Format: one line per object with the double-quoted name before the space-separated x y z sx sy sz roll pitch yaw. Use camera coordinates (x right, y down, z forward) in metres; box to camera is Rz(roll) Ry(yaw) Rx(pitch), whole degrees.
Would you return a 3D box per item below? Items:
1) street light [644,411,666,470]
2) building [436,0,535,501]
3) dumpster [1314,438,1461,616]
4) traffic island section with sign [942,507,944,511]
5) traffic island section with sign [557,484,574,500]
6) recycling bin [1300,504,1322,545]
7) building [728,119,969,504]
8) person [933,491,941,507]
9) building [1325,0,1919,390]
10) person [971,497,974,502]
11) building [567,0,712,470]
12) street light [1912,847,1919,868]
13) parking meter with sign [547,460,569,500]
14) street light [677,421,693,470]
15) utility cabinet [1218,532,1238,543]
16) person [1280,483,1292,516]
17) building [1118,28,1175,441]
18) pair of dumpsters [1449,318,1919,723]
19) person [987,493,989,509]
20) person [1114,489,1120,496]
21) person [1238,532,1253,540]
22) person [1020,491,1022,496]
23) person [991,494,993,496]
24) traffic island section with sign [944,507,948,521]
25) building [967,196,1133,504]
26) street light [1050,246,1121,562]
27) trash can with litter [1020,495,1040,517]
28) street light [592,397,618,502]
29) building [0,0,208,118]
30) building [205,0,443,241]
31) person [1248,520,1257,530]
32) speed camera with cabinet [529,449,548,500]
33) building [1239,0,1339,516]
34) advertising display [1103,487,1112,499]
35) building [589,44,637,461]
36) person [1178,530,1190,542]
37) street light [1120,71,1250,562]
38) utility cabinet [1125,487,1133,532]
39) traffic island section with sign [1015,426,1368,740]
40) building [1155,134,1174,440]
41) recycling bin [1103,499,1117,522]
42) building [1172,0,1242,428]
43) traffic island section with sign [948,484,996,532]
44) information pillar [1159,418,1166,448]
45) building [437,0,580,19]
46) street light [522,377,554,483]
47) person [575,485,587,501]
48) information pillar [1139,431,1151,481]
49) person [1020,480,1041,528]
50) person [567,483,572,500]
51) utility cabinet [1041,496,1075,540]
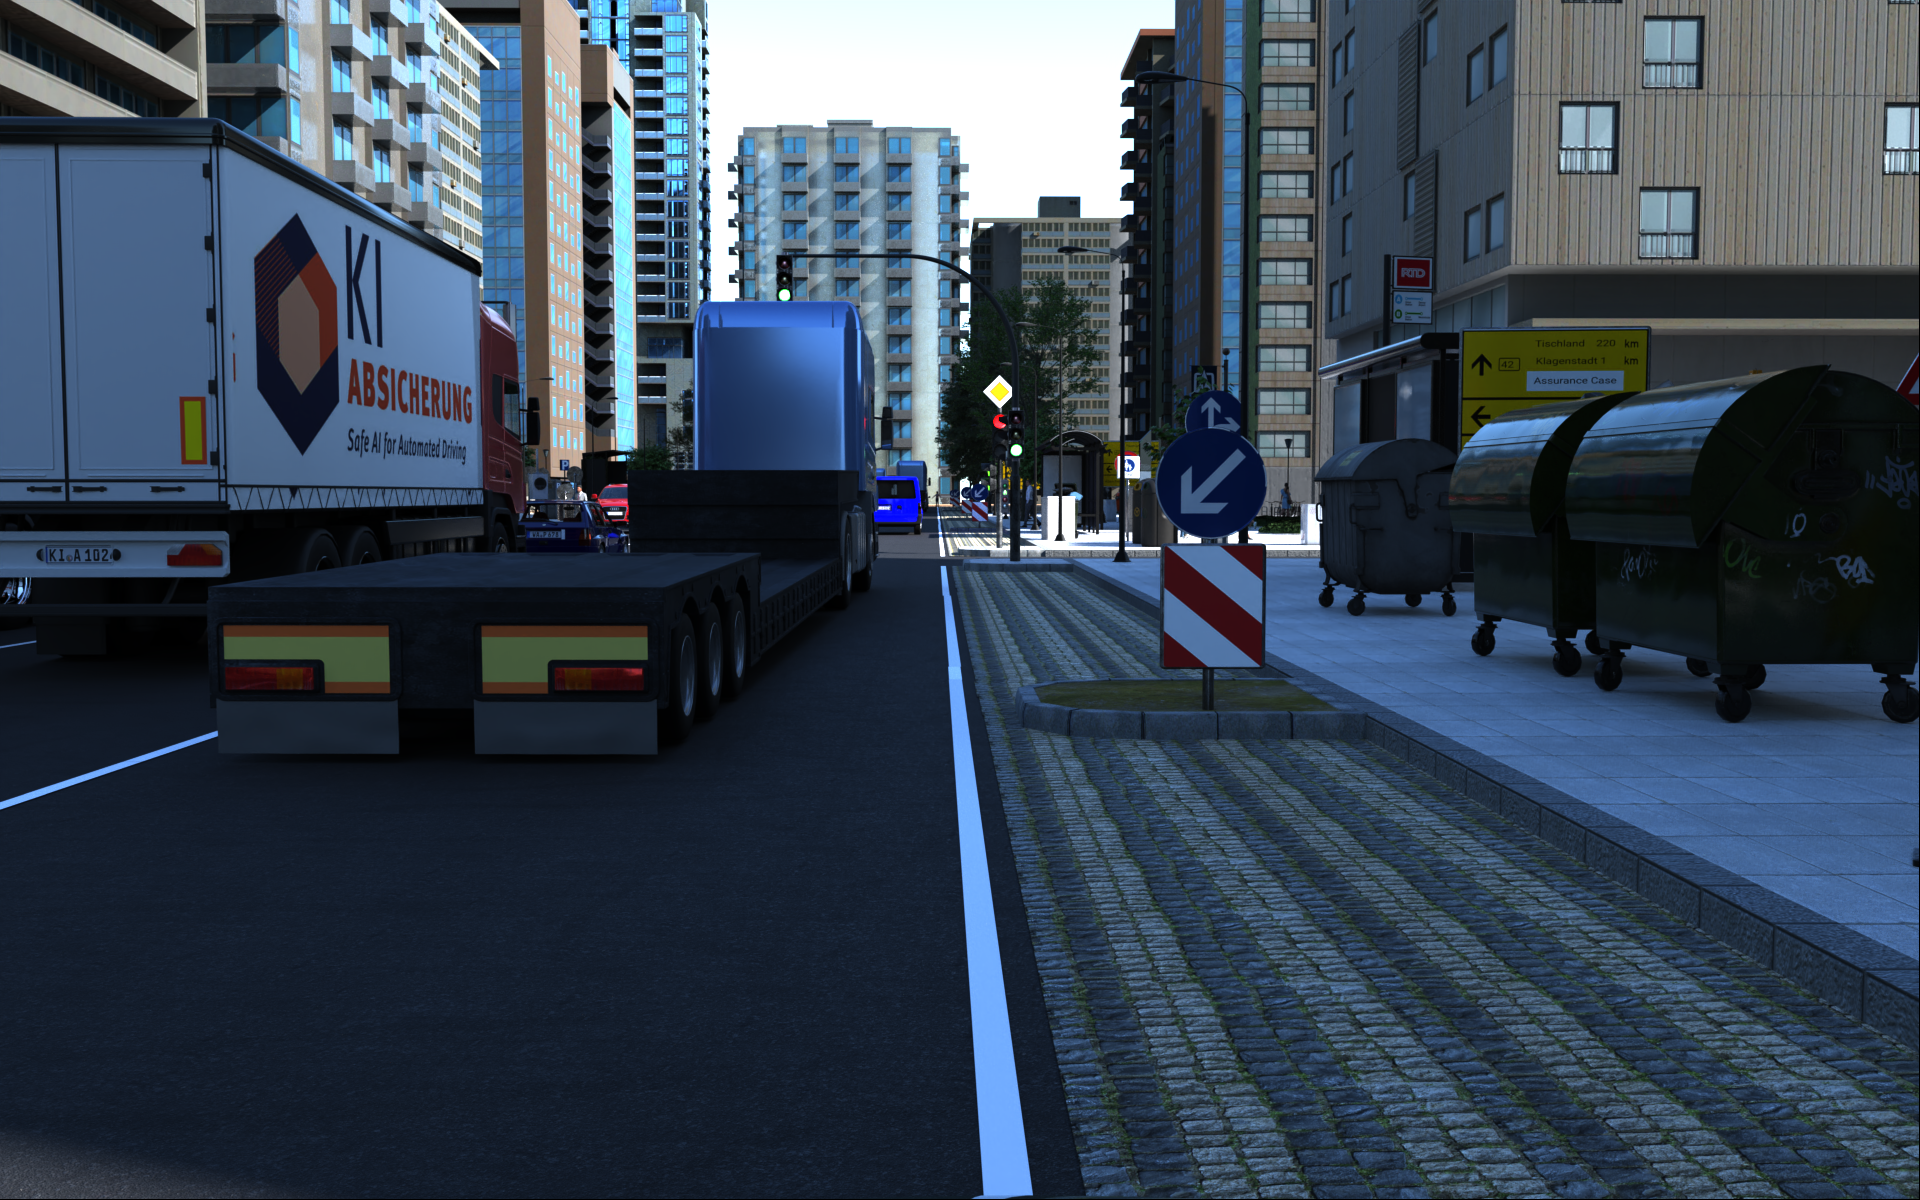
"street light" -17.070 -7.595 96.725 1.470 5.913 1.316 0 4 -1
"building" -48.887 -26.627 127.234 32.217 40.220 23.993 0 4 -1
"dumpster" 4.670 -0.802 18.875 1.264 1.857 1.865 0 4 -1
"traffic island section with sign" -0.428 -8.232 143.221 1.989 1.847 2.006 0 4 -1
"traffic island section with sign" -14.997 -3.485 65.607 1.989 1.847 2.006 0 4 -1
"recycling bin" 8.984 -1.896 43.557 0.722 1.027 0.722 0 4 1
"building" -14.117 -36.982 224.257 30.456 49.044 23.786 0 4 -1
"person" -2.538 -10.991 188.906 1.217 1.736 0.721 2 4 32
"building" 30.493 -29.295 68.218 27.495 52.752 28.713 0 4 -1
"person" 1.241 -9.418 159.898 0.599 1.838 0.709 3 5 44
"building" -45.139 -55.648 222.518 31.000 86.520 22.319 0 4 -1
"street light" 2.926 -2.036 5.828 1.470 5.913 1.316 0 4 -1
"parking meter with sign" -20.688 -5.635 88.385 1.738 3.016 0.543 3 4 39
"street light" -17.398 -8.414 110.108 1.470 5.913 1.316 0 4 -1
"utility cabinet" 6.465 -2.032 41.899 0.318 1.500 1.173 1 4 20
"person" 15.239 -4.577 80.967 0.778 1.811 0.616 -2 4 -35
"building" 26.654 -31.112 163.312 22.147 44.769 28.867 0 4 -1
"pair of dumpsters" 4.718 -0.561 11.671 1.574 2.255 4.437 0 4 -1
"person" 2.616 -9.016 153.543 0.705 1.814 1.350 0 4 -5
"person" 17.035 -10.953 185.257 1.348 1.807 0.705 2 4 25
"person" 7.936 -2.573 48.394 0.573 1.790 0.520 0 4 5
"person" 4.932 -8.509 144.788 1.348 1.869 0.705 -2 4 -35
"person" 3.434 -9.768 165.771 1.348 1.821 0.705 -2 4 -28
"traffic island section with sign" 0.260 -5.170 93.150 1.989 1.847 2.006 0 4 -1
"building" 13.053 -32.832 228.680 23.993 40.220 32.217 0 4 -1
"street light" 2.522 -3.673 32.598 1.470 5.913 1.316 0 4 -1
"trash can with litter" 3.664 -5.379 98.997 1.678 1.210 2.233 -2 4 -27
"street light" -17.034 -6.754 82.963 1.470 5.913 1.316 0 4 -1
"building" -42.870 -26.897 63.466 21.300 48.544 21.600 0 4 -1
"building" -42.640 -29.224 97.421 23.786 49.044 30.456 0 4 -1
"person" 10.515 -3.396 62.314 0.466 1.731 0.760 -2 4 -23
"speed camera with cabinet" -18.891 -4.925 74.858 2.038 3.252 0.660 -2 4 -29
"building" 24.473 -25.956 107.970 14.154 41.232 14.086 0 4 -1
"advertising display" 7.268 -4.966 86.410 0.123 1.923 0.974 -2 4 -25
"building" -40.252 -31.829 170.513 14.200 45.320 14.600 0 4 -1
"person" 5.984 -2.450 46.772 0.598 1.740 0.731 -3 5 -42
"street light" 2.624 -2.854 19.211 1.470 5.913 1.316 0 4 -1
"utility cabinet" 5.863 -2.980 57.398 0.318 1.500 1.173 -3 4 -39
"traffic island section with sign" 1.365 -0.144 10.981 1.989 1.847 2.006 0 4 -1
"building" 22.875 -22.663 142.248 14.160 30.474 14.107 0 4 -1
"recycling bin" 6.817 -4.174 80.806 0.722 1.027 0.722 3 5 45
"building" 23.596 -29.209 127.676 14.600 45.320 14.200 0 4 -1
"traffic island section with sign" 0.625 -3.508 65.976 1.989 1.847 2.006 0 4 -1
"information pillar" 6.265 -3.791 53.329 0.183 3.616 0.504 3 5 39
"building" -40.356 -30.389 146.963 14.600 45.320 14.200 0 4 -1
"street light" -16.803 -5.891 68.861 1.470 5.913 1.316 0 4 -1
"person" -15.166 -3.701 69.282 0.678 1.792 0.850 2 4 23
"information pillar" 6.769 -4.398 63.262 0.504 3.616 0.183 -2 4 -25
"person" 2.695 -3.670 66.142 0.850 1.850 0.679 1 4 14
"person" -18.049 -4.525 80.249 0.641 1.798 0.478 0 4 -2
"utility cabinet" 2.754 -2.293 48.654 1.020 1.237 0.306 -3 4 -36
